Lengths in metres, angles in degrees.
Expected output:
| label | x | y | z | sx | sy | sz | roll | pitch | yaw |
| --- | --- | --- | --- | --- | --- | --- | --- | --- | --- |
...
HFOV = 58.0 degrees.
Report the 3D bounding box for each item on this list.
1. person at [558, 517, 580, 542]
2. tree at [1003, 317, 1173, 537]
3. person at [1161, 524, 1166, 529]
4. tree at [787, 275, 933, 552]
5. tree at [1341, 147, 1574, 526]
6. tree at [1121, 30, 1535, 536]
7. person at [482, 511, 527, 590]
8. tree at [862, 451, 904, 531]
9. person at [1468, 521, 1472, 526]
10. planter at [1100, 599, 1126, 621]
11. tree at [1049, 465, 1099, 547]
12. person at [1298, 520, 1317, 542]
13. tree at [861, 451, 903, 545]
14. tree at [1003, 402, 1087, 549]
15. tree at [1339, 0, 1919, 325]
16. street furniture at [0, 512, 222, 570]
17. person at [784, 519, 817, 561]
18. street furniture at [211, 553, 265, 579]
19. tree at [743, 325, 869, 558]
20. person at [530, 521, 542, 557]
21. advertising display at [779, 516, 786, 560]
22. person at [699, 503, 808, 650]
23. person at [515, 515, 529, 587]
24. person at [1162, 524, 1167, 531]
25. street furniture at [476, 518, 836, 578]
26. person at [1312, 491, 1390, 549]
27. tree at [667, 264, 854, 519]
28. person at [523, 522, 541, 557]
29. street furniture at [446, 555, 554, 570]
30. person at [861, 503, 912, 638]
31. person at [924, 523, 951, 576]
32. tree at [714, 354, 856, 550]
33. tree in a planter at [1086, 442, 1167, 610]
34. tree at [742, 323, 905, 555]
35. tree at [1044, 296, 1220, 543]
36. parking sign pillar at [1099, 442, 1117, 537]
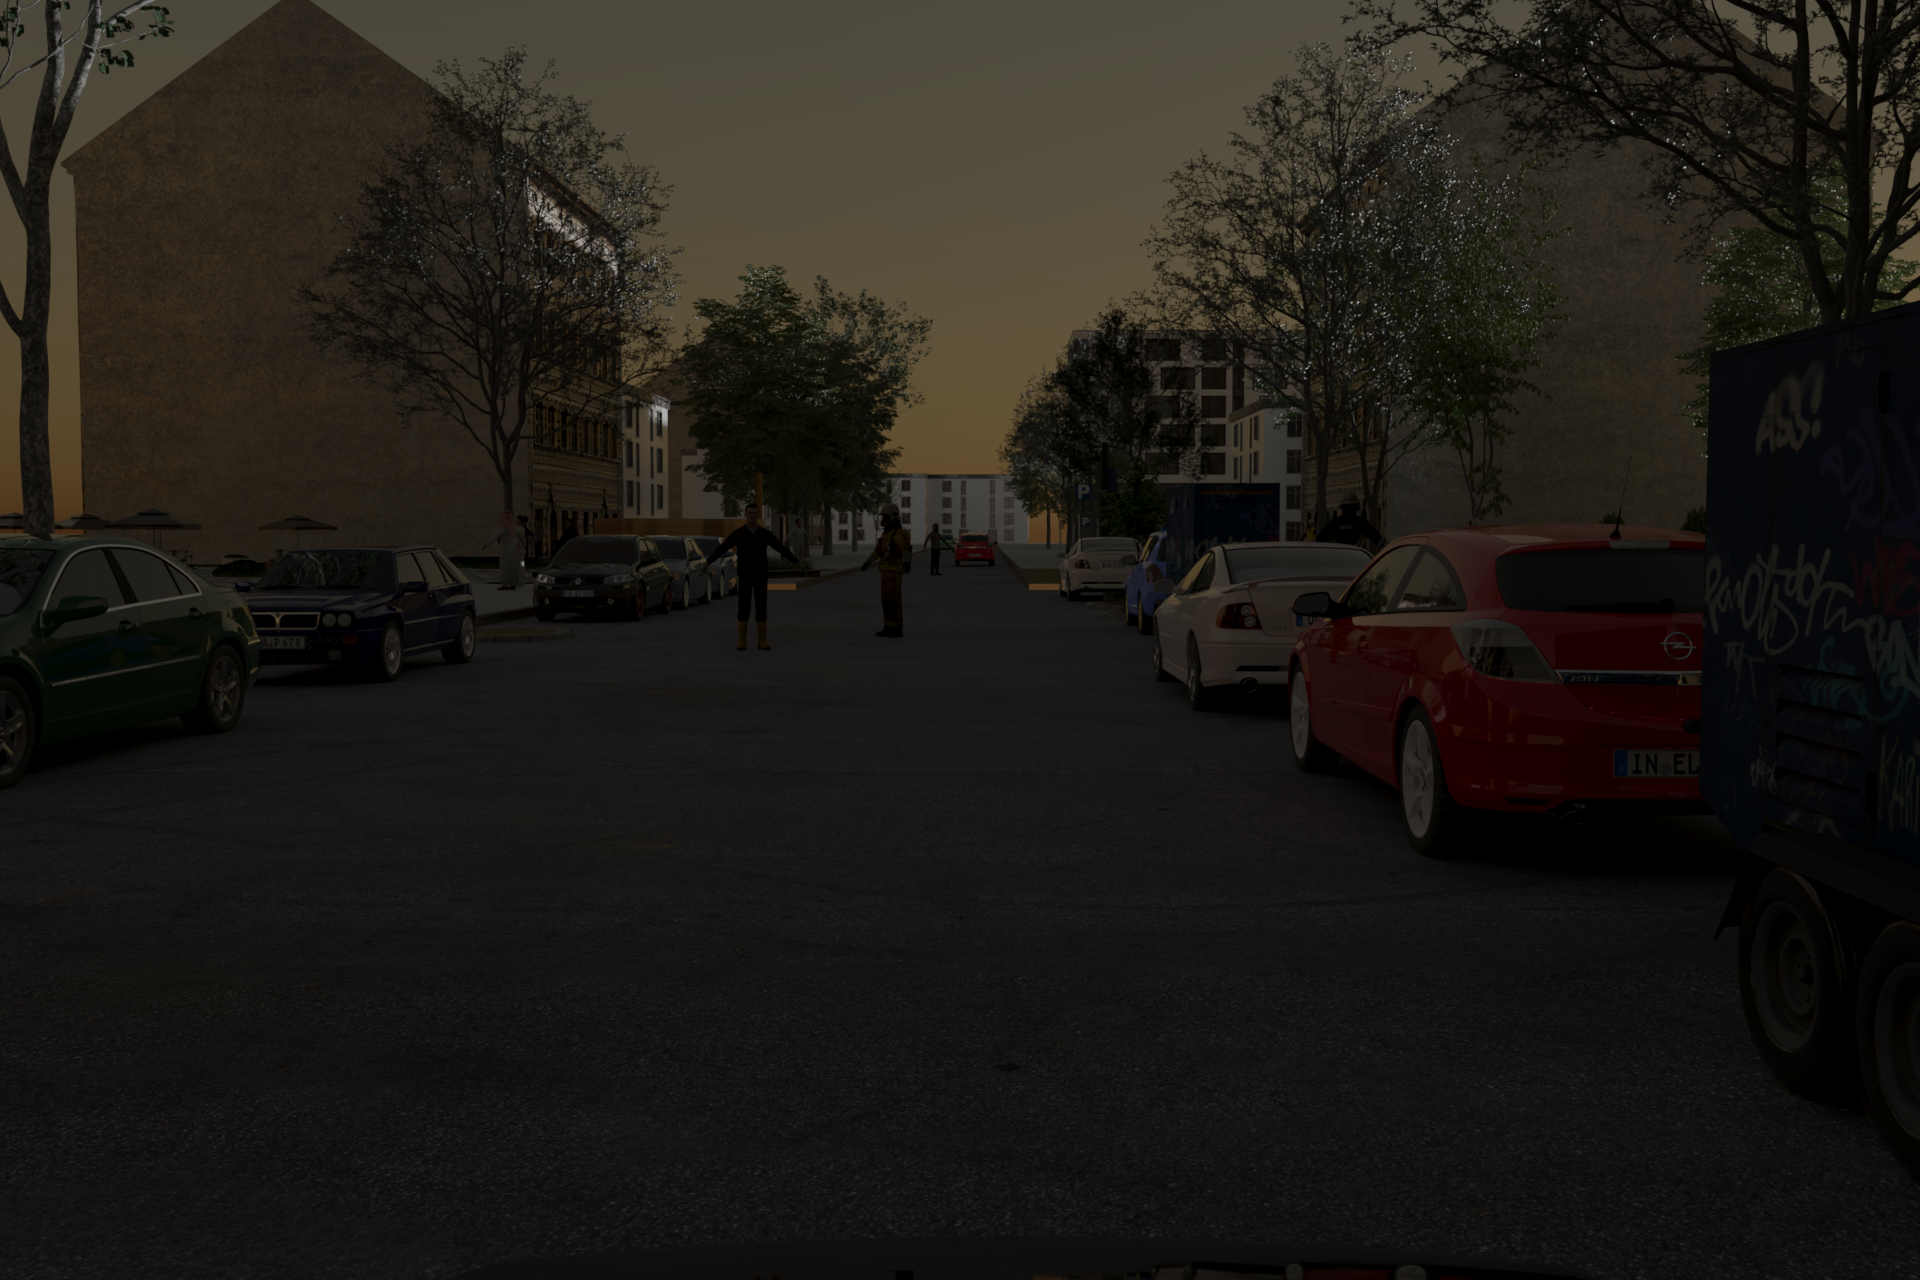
| label | x | y | z | sx | sy | sz | roll | pitch | yaw |
| --- | --- | --- | --- | --- | --- | --- | --- | --- | --- |
| person | -13.020 | -3.172 | 57.793 | 0.705 | 1.837 | 1.347 | 2 | 4 | 24 |
| tree | 7.556 | -11.422 | 97.125 | 12.009 | 13.543 | 11.850 | 0 | 3 | 0 |
| person | 8.585 | -4.108 | 73.022 | 0.705 | 1.847 | 1.347 | 1 | 4 | 22 |
| tree | -8.017 | -16.536 | 126.245 | 12.611 | 20.169 | 13.585 | 0 | 3 | 0 |
| tree | 9.477 | -5.011 | 32.287 | 4.737 | 8.622 | 4.395 | 0 | 3 | 0 |
| tree | 9.046 | -8.099 | 42.790 | 12.009 | 13.543 | 11.850 | 0 | 3 | 0 |
| person | -10.393 | -2.055 | 39.740 | 0.704 | 1.811 | 1.347 | 2 | 4 | 30 |
| tree | -7.536 | -12.292 | 151.330 | 4.360 | 8.622 | 3.978 | 0 | 3 | 0 |
| person | 19.644 | -3.694 | 66.669 | 1.348 | 1.796 | 0.705 | -2 | 4 | -33 |
| planter | 3.391 | -0.505 | 29.396 | 1.991 | 0.319 | 1.994 | 0 | 4 | 2 |
| tree | 7.962 | -10.580 | 123.351 | 4.360 | 8.622 | 3.978 | 0 | 3 | 0 |
| person | 13.280 | -3.649 | 65.629 | 0.705 | 1.833 | 1.349 | -2 | 4 | -26 |
| tree | -7.090 | -11.994 | 146.462 | 4.360 | 8.622 | 3.978 | 0 | 3 | 0 |
| tree | 7.136 | -14.008 | 147.161 | 7.486 | 12.596 | 7.792 | 0 | 3 | 0 |
| tree | 9.055 | -6.557 | 17.581 | 12.009 | 13.543 | 11.850 | 0 | 3 | 0 |
| street furniture | -33.059 | -3.019 | 54.398 | 14.083 | 1.986 | 27.439 | 0 | 4 | 4 |
| person | -5.505 | -3.247 | 59.270 | 1.347 | 1.806 | 0.705 | -3 | 5 | -40 |
| street furniture | -20.030 | -2.312 | 53.432 | 5.734 | 0.657 | 10.072 | -2 | 4 | -25 |
| tree | -8.834 | -10.782 | 94.412 | 7.486 | 12.596 | 7.792 | 0 | 3 | 0 |
| person | -17.183 | -3.925 | 70.299 | 0.705 | 1.813 | 1.348 | -2 | 4 | -28 |
| advertising display | -6.309 | -3.457 | 61.732 | 0.123 | 1.923 | 0.974 | 0 | 4 | 1 |
| person | -2.564 | -0.786 | 21.441 | 1.346 | 1.812 | 0.704 | -1 | 4 | -15 |
| person | -10.700 | -2.142 | 41.785 | 0.721 | 1.739 | 1.217 | -1 | 4 | -20 |
| person | 5.241 | -2.246 | 42.705 | 0.704 | 1.831 | 1.345 | 3 | 4 | 37 |
| street furniture | -7.502 | -2.719 | 51.306 | 9.812 | 1.723 | 11.010 | 3 | 5 | 43 |
| person | 5.199 | -1.052 | 23.064 | 1.351 | 1.845 | 0.704 | 2 | 4 | 31 |
| tree | -8.362 | -9.462 | 72.833 | 7.486 | 12.596 | 7.792 | 0 | 3 | 0 |
| person | -17.247 | -3.836 | 68.502 | 1.354 | 1.856 | 0.705 | 0 | 4 | 6 |
| street furniture | -15.996 | -2.912 | 63.235 | 10.072 | 0.657 | 5.734 | 0 | 4 | -7 |
| person | -0.976 | -0.970 | 24.092 | 0.705 | 1.858 | 1.354 | -2 | 4 | -30 |
| person | -0.830 | -3.145 | 60.011 | 0.705 | 1.813 | 1.348 | 3 | 5 | 43 |
| tree | -8.743 | -9.181 | 84.523 | 7.601 | 10.594 | 8.767 | -1 | 4 | -20 |
| tree in a planter | 3.466 | -2.224 | 33.577 | 1.991 | 3.239 | 1.994 | 0 | 4 | 0 |
| tree | -8.106 | -12.095 | 104.412 | 9.857 | 13.997 | 8.962 | 0 | 3 | 0 |
| tree | 6.785 | -8.194 | 68.387 | 7.601 | 10.594 | 8.767 | 1 | 4 | 14 |
| parking sign pillar | 4.370 | -3.848 | 51.385 | 1.447 | 3.967 | 1.447 | 0 | 4 | 1 |
